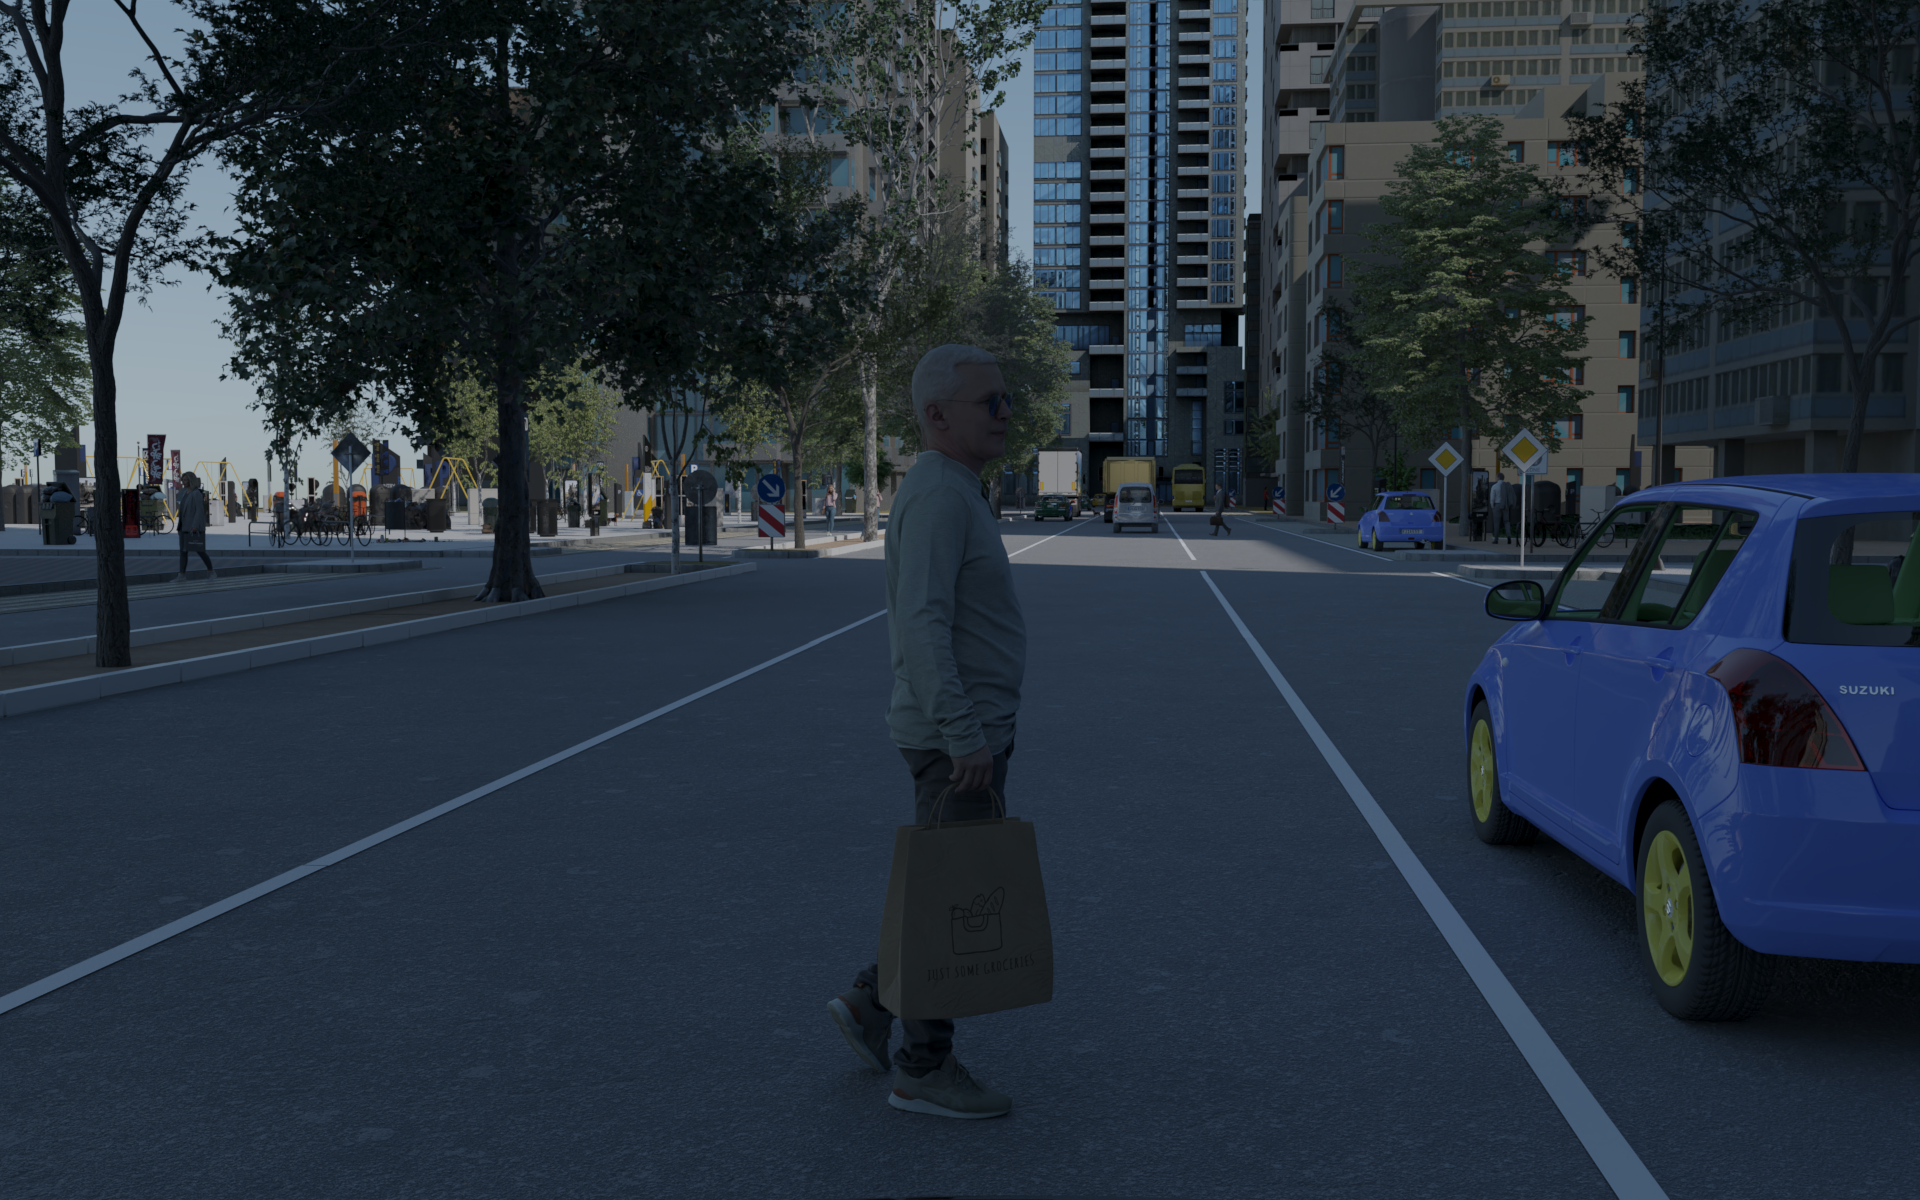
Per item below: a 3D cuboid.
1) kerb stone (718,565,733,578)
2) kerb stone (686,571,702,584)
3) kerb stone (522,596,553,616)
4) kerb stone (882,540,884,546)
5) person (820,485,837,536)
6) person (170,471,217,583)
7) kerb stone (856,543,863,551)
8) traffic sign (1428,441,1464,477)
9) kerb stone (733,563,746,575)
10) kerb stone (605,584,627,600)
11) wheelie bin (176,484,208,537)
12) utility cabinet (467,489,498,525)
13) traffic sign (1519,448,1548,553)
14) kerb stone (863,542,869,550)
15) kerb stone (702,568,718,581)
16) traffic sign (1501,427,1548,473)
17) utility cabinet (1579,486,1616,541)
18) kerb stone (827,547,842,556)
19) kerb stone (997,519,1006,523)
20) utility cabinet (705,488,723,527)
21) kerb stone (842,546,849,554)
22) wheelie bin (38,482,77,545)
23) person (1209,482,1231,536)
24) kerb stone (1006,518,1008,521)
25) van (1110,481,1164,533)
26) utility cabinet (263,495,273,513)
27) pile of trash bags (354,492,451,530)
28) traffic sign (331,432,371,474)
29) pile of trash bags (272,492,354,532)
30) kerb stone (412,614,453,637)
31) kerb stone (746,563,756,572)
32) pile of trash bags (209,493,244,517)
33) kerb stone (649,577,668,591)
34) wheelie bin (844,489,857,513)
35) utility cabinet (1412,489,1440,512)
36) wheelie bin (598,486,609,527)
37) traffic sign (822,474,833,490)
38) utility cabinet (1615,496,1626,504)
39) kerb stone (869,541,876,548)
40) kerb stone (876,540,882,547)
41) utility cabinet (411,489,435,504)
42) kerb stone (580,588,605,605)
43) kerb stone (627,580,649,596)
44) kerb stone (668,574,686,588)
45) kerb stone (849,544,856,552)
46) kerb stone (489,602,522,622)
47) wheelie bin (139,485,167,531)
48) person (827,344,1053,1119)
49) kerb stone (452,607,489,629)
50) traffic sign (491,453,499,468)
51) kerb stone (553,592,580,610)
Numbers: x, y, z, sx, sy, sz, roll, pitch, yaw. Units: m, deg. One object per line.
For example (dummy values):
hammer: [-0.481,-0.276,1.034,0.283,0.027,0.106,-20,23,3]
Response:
kerb stone: [-4.154,-0.473,29.958,0.120,0.150,1.000,0,4,6]
kerb stone: [-4.381,-0.348,27.914,0.120,0.150,1.000,0,4,6]
kerb stone: [-5.149,0.086,20.789,0.120,0.150,1.000,0,4,6]
kerb stone: [-2.213,-1.570,47.866,0.120,0.150,1.000,0,4,6]
person: [-4.477,-3.088,59.584,0.593,1.750,0.643,1,4,16]
person: [-12.364,-1.180,27.983,0.709,1.800,0.728,3,5,40]
kerb stone: [-2.654,-1.320,43.783,0.120,0.150,1.000,0,4,6]
traffic sign: [10.703,-2.198,38.120,0.795,2.593,0.064,0,4,6]
kerb stone: [-4.042,-0.537,30.979,0.120,0.150,1.000,0,4,6]
kerb stone: [-4.822,-0.096,23.845,0.120,0.150,1.000,0,4,6]
wheelie bin: [-22.761,-2.657,51.356,0.980,1.594,0.693,2,4,29]
utility cabinet: [-19.822,-3.868,71.918,1.173,1.500,0.318,-2,4,-34]
traffic sign: [12.382,-2.161,37.461,0.606,2.300,0.079,1,4,11]
kerb stone: [-2.547,-1.383,44.809,0.120,0.150,1.000,0,4,6]
kerb stone: [-4.267,-0.412,28.929,0.120,0.150,1.000,0,4,6]
traffic sign: [9.840,-1.712,30.182,0.795,2.593,0.064,0,4,6]
utility cabinet: [16.945,-2.284,46.021,0.318,1.500,1.173,-1,4,-12]
kerb stone: [-2.986,-1.134,40.734,0.120,0.150,1.000,0,4,6]
kerb stone: [2.103,-4.003,87.638,0.120,0.150,1.000,0,4,6]
utility cabinet: [-9.617,-3.604,67.612,0.318,1.500,1.173,-2,4,-30]
kerb stone: [-2.870,-1.194,41.750,0.120,0.150,1.000,0,4,6]
wheelie bin: [-22.772,-2.190,43.707,0.980,1.594,0.693,1,4,21]
person: [8.890,-3.094,59.057,0.822,1.834,0.622,0,4,-4]
kerb stone: [2.216,-4.064,88.654,0.120,0.150,1.000,0,4,6]
van: [6.575,-3.522,64.588,2.013,2.044,4.112,0,4,7]
utility cabinet: [-46.618,-6.489,117.255,1.020,1.237,0.306,-2,4,-35]
pile of trash bags: [-20.228,-3.226,62.505,3.447,1.369,1.912,-2,4,-31]
traffic sign: [-11.427,-1.854,32.503,0.795,2.593,0.064,0,4,6]
pile of trash bags: [-22.613,-3.031,59.307,3.447,1.369,1.912,3,5,43]
kerb stone: [-5.482,0.273,17.740,0.120,0.150,1.000,0,4,6]
kerb stone: [-3.932,-0.597,31.995,0.120,0.150,1.000,0,4,6]
pile of trash bags: [-41.406,-5.385,97.801,1.912,1.369,3.447,-1,4,-11]
kerb stone: [-4.598,-0.224,25.881,0.120,0.150,1.000,0,4,6]
wheelie bin: [-7.326,-6.602,115.858,0.980,1.594,0.693,1,4,22]
utility cabinet: [20.680,-4.174,76.931,1.173,1.500,0.318,3,4,38]
wheelie bin: [-14.225,-3.702,68.431,0.693,1.594,0.980,0,4,-5]
traffic sign: [-6.921,-5.389,90.237,0.606,2.300,0.079,1,4,14]
utility cabinet: [22.592,-2.893,58.461,0.306,1.237,1.020,-2,4,-35]
kerb stone: [-2.432,-1.446,45.831,0.120,0.150,1.000,0,4,6]
kerb stone: [-2.323,-1.508,46.848,0.120,0.150,1.000,0,4,6]
utility cabinet: [-22.706,-3.924,72.836,1.173,1.500,0.318,-1,4,-14]
kerb stone: [-4.925,-0.039,22.827,0.120,0.150,1.000,0,4,6]
kerb stone: [-4.706,-0.163,24.861,0.120,0.150,1.000,0,4,6]
kerb stone: [-4.493,-0.288,26.898,0.120,0.150,1.000,0,4,6]
kerb stone: [-2.766,-1.258,42.767,0.120,0.150,1.000,0,4,6]
kerb stone: [-5.268,0.148,19.774,0.120,0.150,1.000,0,4,6]
wheelie bin: [-28.403,-3.240,60.884,0.980,1.594,0.693,0,4,-5]
person: [-0.062,0.311,3.896,0.515,1.767,0.782,0,4,0]
kerb stone: [-5.378,0.210,18.757,0.120,0.150,1.000,0,4,6]
traffic sign: [-10.565,-2.340,40.442,0.795,2.593,0.064,0,4,6]
kerb stone: [-5.041,0.024,21.812,0.120,0.150,1.000,0,4,6]
